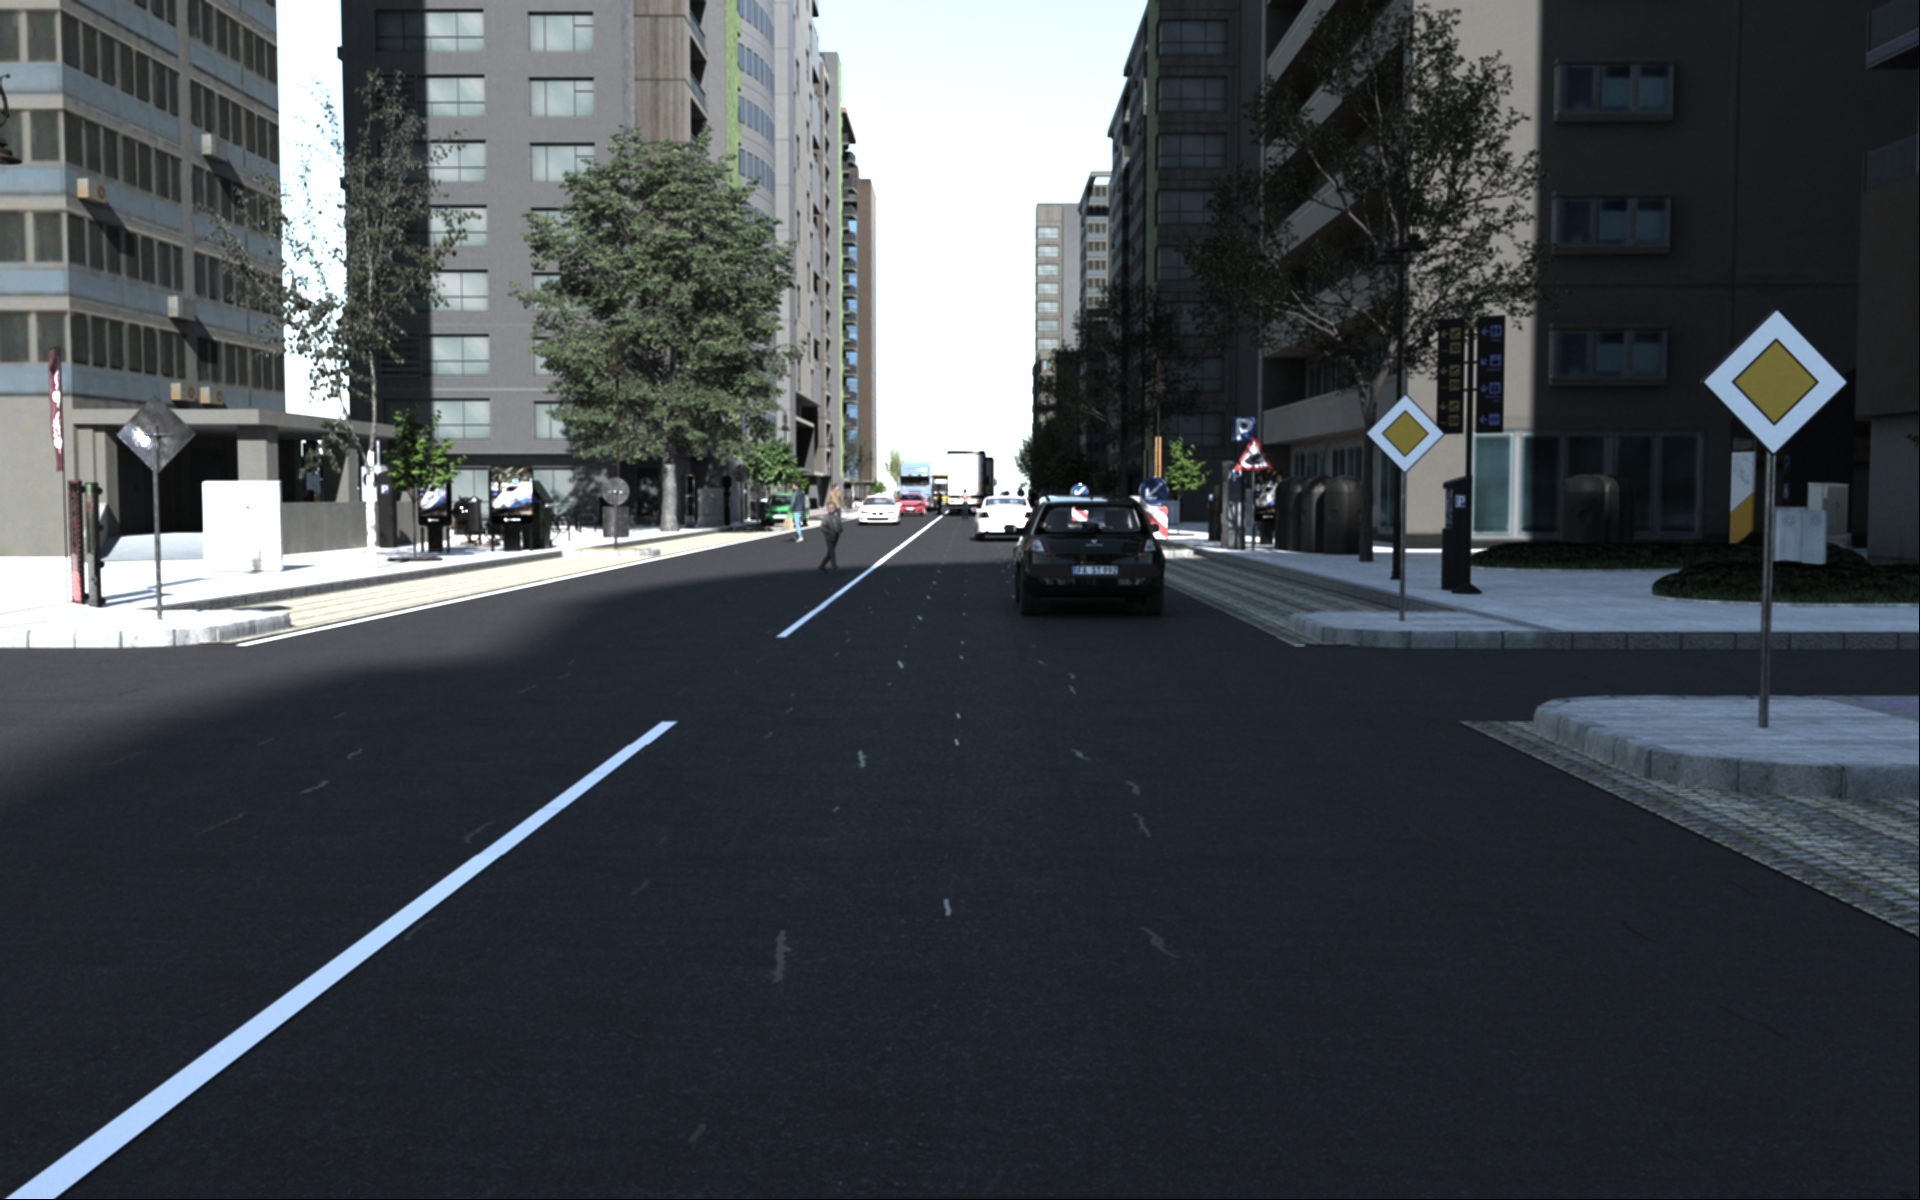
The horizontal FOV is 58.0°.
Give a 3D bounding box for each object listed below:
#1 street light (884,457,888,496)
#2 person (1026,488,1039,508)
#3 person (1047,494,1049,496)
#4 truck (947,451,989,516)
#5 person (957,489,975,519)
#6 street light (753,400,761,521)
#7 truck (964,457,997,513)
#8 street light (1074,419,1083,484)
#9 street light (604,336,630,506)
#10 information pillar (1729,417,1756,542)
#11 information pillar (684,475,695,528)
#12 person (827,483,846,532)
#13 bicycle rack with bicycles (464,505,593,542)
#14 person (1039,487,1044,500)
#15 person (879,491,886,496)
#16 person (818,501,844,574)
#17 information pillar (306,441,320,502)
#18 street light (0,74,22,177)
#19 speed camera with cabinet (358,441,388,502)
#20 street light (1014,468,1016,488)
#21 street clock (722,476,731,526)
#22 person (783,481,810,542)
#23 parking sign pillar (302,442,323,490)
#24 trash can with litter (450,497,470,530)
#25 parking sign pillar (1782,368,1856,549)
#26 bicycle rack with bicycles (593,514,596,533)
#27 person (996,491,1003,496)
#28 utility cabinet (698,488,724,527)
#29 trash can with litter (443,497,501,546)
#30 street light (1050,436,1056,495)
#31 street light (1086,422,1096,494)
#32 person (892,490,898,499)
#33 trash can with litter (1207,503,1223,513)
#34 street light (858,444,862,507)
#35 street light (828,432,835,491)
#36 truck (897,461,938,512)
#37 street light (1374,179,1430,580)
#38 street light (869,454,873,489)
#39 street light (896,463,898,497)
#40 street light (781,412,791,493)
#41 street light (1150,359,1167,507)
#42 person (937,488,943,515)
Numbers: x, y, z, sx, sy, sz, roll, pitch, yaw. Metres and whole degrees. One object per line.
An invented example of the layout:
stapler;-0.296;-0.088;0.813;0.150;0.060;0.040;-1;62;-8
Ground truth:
street light;-8.951;-14.505;209.938;0.468;5.910;1.993;0;4;0
person;3.933;-5.272;95.218;1.217;1.766;0.721;-3;5;-40
person;9.005;-9.986;174.986;0.599;1.433;0.991;-3;5;-42
truck;0.510;-7.852;117.296;2.839;4.237;11.283;0;4;1
person;0.342;-5.482;98.848;1.217;1.736;0.721;2;4;33
street light;-9.750;-6.754;83.215;0.468;5.910;1.993;0;4;0
truck;1.440;-9.031;136.565;2.839;4.237;11.283;0;4;2
street light;6.998;-7.913;102.160;0.468;5.910;1.993;0;4;0
street light;-10.016;-4.765;50.700;0.468;5.910;1.993;0;4;0
information pillar;15.362;-2.608;33.990;0.183;3.616;0.504;-2;4;-32
information pillar;-10.325;-3.767;66.083;0.304;2.012;0.304;-2;4;-26
person;-4.683;-3.511;65.816;0.656;1.842;0.836;-2;4;-32
bicycle rack with bicycles;-12.031;-2.055;46.977;2.925;0.926;2.852;-3;5;-40
person;4.387;-5.031;90.963;0.583;1.804;0.606;1;4;9
person;-7.446;-9.619;166.580;0.742;1.727;0.445;1;4;16
person;-2.298;-1.120;31.078;0.640;1.303;0.475;2;4;34
information pillar;-24.319;-4.509;65.081;0.504;3.616;0.183;-1;4;-11
street light;-10.189;-2.748;17.723;0.468;5.910;1.993;0;4;0
speed camera with cabinet;-19.121;-3.699;54.821;2.038;3.252;0.660;1;4;12
street light;7.985;-17.070;251.883;0.468;5.910;1.993;0;4;0
street clock;-9.459;-4.022;70.334;0.358;2.002;0.471;1;4;11
person;-4.897;-2.646;51.755;0.794;1.824;0.713;-3;4;-37
parking sign pillar;-33.211;-6.159;89.179;1.447;3.967;1.447;0;4;2
trash can with litter;-18.046;-3.097;62.025;1.055;1.170;0.624;1;4;19
parking sign pillar;18.434;-2.980;37.194;1.447;3.967;1.447;0;4;7
bicycle rack with bicycles;-13.306;-2.695;57.441;2.852;0.926;2.925;-2;4;-27
person;4.339;-11.013;189.095;0.617;1.759;0.750;3;5;43
utility cabinet;-9.732;-3.610;67.695;0.318;1.500;1.173;2;4;34
trash can with litter;-11.959;-1.955;43.027;1.678;1.210;2.233;-3;5;-45
street light;7.239;-9.915;134.895;0.468;5.910;1.993;0;4;0
street light;6.954;-7.284;91.886;0.468;5.910;1.993;0;4;0
person;-7.033;-10.913;186.923;0.705;1.824;1.348;-2;4;-27
trash can with litter;9.571;-3.173;63.271;1.055;1.170;0.624;0;4;-1
street light;-9.227;-11.492;160.680;0.468;5.910;1.993;0;4;0
street light;-9.507;-9.503;128.164;0.468;5.910;1.993;0;4;0
truck;-3.368;-9.623;147.092;2.967;4.110;18.799;0;4;2
street light;6.557;-3.246;25.855;0.468;5.910;1.993;0;4;0
street light;-9.140;-12.516;177.421;0.468;5.910;1.993;0;4;0
street light;-8.758;-16.493;242.454;0.468;5.910;1.993;0;4;0
street light;-9.636;-7.512;95.610;0.468;5.910;1.993;0;4;0
street light;6.776;-5.286;59.215;0.468;5.910;1.993;0;4;0
person;-1.391;-6.882;121.029;0.705;1.822;1.348;1;4;11
